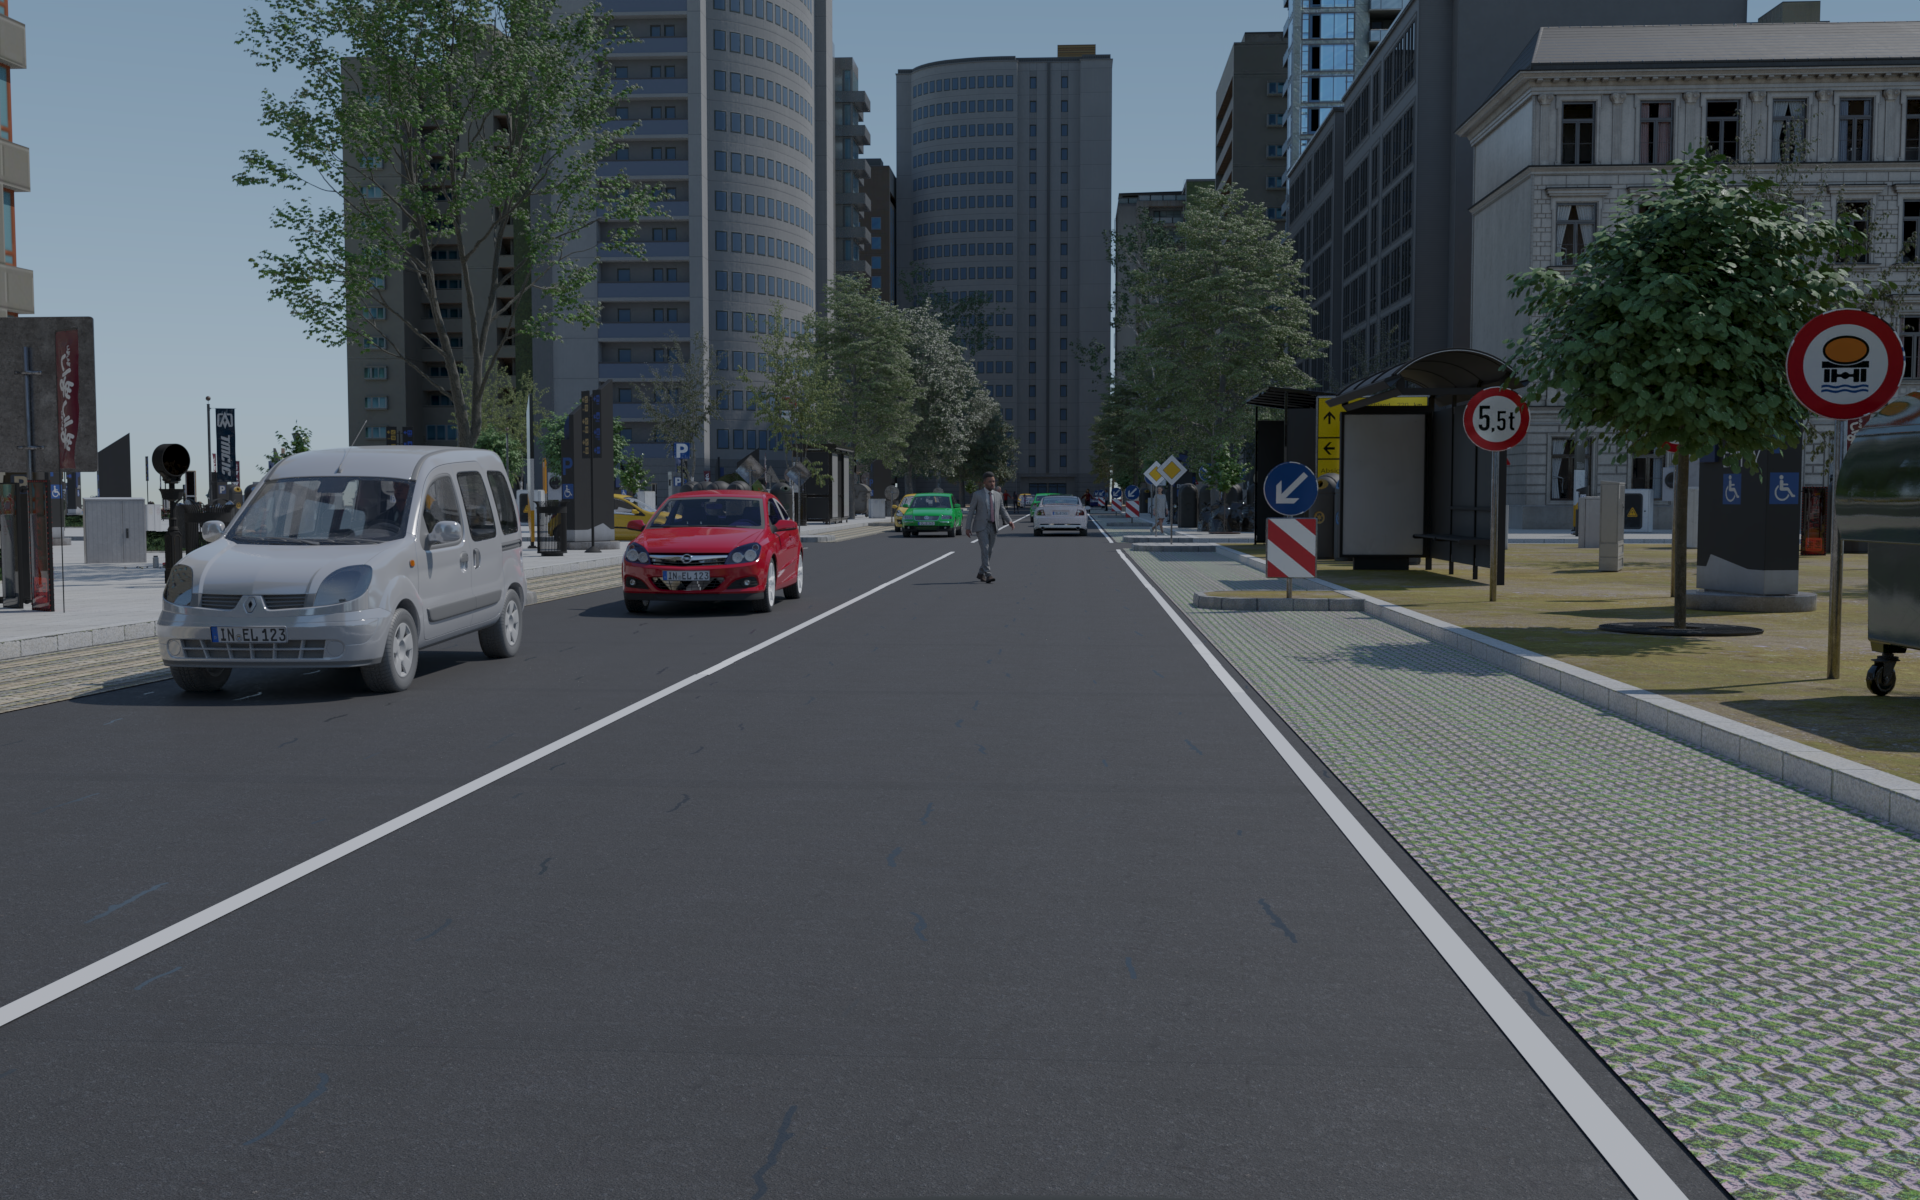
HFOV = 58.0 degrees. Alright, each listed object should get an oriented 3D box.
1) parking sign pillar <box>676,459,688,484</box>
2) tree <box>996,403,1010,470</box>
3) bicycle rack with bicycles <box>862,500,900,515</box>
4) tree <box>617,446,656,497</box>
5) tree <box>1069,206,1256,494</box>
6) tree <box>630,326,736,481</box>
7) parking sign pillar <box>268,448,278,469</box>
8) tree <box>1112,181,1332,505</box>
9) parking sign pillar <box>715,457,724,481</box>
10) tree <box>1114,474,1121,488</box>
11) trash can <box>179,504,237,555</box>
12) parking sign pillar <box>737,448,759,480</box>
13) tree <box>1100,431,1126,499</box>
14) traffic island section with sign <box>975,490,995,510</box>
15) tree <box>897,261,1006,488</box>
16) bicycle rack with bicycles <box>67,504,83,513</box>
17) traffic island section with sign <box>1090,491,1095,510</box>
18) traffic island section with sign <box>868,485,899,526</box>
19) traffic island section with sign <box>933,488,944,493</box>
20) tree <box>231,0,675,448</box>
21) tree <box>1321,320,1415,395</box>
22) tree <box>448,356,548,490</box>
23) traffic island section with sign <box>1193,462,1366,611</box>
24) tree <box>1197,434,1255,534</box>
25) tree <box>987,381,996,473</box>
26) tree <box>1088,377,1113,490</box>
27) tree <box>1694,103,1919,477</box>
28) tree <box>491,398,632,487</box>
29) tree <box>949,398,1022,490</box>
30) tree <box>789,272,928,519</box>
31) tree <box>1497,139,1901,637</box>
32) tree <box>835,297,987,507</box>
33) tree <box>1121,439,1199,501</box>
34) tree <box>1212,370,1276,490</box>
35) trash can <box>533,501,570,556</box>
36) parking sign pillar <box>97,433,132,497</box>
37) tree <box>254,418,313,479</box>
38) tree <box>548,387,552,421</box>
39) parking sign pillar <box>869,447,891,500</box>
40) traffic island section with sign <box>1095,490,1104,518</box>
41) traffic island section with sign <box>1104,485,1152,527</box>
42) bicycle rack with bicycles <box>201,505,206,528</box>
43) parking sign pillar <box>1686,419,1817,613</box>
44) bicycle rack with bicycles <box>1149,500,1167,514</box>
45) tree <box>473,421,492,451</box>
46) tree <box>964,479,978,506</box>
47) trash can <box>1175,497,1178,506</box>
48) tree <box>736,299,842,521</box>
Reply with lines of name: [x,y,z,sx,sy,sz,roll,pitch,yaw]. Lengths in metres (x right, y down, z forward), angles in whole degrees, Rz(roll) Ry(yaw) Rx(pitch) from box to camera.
parking sign pillar: [-15.326,-6.544,95.465,1.447,3.967,1.447,-1,4,-18]
tree: [0.285,-15.898,166.581,9.857,13.997,8.962,0,3,0]
bicycle rack with bicycles: [-4.424,-5.582,104.644,2.852,0.926,2.925,3,5,42]
tree: [-13.203,-4.641,70.484,1.663,3.219,1.824,0,3,0]
tree: [13.504,-15.694,112.482,12.611,20.169,13.585,0,3,0]
tree: [-11.929,-7.646,75.378,4.360,8.622,3.978,0,3,0]
parking sign pillar: [-39.800,-6.866,100.727,1.447,3.967,1.447,-2,4,-35]
tree: [9.799,-8.886,63.414,7.486,12.596,7.792,0,3,0]
parking sign pillar: [-17.484,-8.402,125.844,1.447,3.967,1.447,-1,4,-17]
tree: [16.761,-11.445,170.836,4.285,4.588,4.351,0,3,0]
trash can: [-10.513,-0.770,24.240,0.748,1.137,0.748,0,3,0]
parking sign pillar: [-12.229,-6.822,100.018,1.447,3.967,1.447,0,4,-7]
tree: [17.958,-14.917,194.254,4.360,8.622,3.978,0,3,0]
traffic island section with sign: [1.939,-8.907,154.254,1.989,1.847,2.006,0,4,4]
tree: [-3.154,-17.601,143.670,12.611,20.169,13.585,0,3,0]
bicycle rack with bicycles: [-53.748,-5.670,106.093,2.925,0.926,2.852,-1,4,-11]
traffic island section with sign: [12.435,-8.865,153.574,1.989,1.847,2.006,0,4,4]
traffic island section with sign: [-3.010,-4.197,77.257,1.989,1.847,2.006,0,4,4]
traffic island section with sign: [-1.264,-5.852,104.302,1.989,1.847,2.006,0,4,4]
tree: [-8.938,-6.451,31.233,9.928,11.665,9.643,0,3,0]
tree: [17.184,-7.467,72.454,4.360,8.622,3.978,0,3,0]
tree: [-25.531,-8.721,92.948,4.737,8.622,4.395,0,3,0]
traffic island section with sign: [3.998,-0.818,22.004,1.989,1.847,2.006,0,4,4]
tree: [8.395,-3.739,55.727,1.663,3.219,1.824,0,3,0]
tree: [-3.488,-13.271,123.635,9.857,13.997,8.962,0,3,0]
tree: [14.074,-13.312,135.773,7.486,12.596,7.792,0,3,0]
tree: [15.750,-5.051,32.951,4.360,8.622,3.978,0,3,0]
tree: [-12.891,-4.635,59.490,4.285,4.588,4.351,0,3,0]
tree: [2.463,-17.336,200.446,9.611,12.733,9.660,0,3,0]
tree: [-5.262,-10.459,89.139,7.486,12.596,7.792,0,3,0]
tree: [6.833,-1.980,16.082,4.285,4.588,4.351,0,3,0]
tree: [-3.437,-12.531,111.542,9.857,13.997,8.962,0,3,0]
tree: [12.090,-7.076,99.405,4.285,4.588,4.351,0,3,0]
tree: [16.559,-9.140,99.795,4.360,8.622,3.978,0,3,0]
trash can: [-8.433,-1.476,35.784,0.748,1.137,0.748,0,3,0]
parking sign pillar: [-36.995,-5.337,75.735,1.447,3.967,1.447,-3,4,-39]
tree: [-16.918,-3.049,44.449,1.663,3.219,1.824,0,3,0]
tree: [-26.082,-9.263,101.817,4.737,8.622,4.395,0,3,0]
parking sign pillar: [-4.550,-6.748,98.798,1.447,3.967,1.447,-3,5,-41]
traffic island section with sign: [9.234,-5.812,103.659,1.989,1.847,2.006,0,4,4]
traffic island section with sign: [7.502,-4.167,76.759,1.989,1.847,2.006,0,4,4]
bicycle rack with bicycles: [-24.704,-2.702,57.553,2.925,0.926,2.852,-1,4,-20]
parking sign pillar: [8.803,-1.886,19.302,1.447,3.967,1.447,-1,4,-9]
bicycle rack with bicycles: [12.857,-5.586,104.715,2.925,0.926,2.852,0,4,-6]
tree: [-21.034,-5.770,78.060,4.285,4.588,4.351,0,3,0]
tree: [1.241,-11.917,189.440,1.663,3.219,1.824,0,3,0]
trash can: [11.335,-4.706,88.594,0.748,1.137,0.748,0,3,0]
tree: [-6.321,-7.010,64.968,4.737,8.622,4.395,0,3,0]
